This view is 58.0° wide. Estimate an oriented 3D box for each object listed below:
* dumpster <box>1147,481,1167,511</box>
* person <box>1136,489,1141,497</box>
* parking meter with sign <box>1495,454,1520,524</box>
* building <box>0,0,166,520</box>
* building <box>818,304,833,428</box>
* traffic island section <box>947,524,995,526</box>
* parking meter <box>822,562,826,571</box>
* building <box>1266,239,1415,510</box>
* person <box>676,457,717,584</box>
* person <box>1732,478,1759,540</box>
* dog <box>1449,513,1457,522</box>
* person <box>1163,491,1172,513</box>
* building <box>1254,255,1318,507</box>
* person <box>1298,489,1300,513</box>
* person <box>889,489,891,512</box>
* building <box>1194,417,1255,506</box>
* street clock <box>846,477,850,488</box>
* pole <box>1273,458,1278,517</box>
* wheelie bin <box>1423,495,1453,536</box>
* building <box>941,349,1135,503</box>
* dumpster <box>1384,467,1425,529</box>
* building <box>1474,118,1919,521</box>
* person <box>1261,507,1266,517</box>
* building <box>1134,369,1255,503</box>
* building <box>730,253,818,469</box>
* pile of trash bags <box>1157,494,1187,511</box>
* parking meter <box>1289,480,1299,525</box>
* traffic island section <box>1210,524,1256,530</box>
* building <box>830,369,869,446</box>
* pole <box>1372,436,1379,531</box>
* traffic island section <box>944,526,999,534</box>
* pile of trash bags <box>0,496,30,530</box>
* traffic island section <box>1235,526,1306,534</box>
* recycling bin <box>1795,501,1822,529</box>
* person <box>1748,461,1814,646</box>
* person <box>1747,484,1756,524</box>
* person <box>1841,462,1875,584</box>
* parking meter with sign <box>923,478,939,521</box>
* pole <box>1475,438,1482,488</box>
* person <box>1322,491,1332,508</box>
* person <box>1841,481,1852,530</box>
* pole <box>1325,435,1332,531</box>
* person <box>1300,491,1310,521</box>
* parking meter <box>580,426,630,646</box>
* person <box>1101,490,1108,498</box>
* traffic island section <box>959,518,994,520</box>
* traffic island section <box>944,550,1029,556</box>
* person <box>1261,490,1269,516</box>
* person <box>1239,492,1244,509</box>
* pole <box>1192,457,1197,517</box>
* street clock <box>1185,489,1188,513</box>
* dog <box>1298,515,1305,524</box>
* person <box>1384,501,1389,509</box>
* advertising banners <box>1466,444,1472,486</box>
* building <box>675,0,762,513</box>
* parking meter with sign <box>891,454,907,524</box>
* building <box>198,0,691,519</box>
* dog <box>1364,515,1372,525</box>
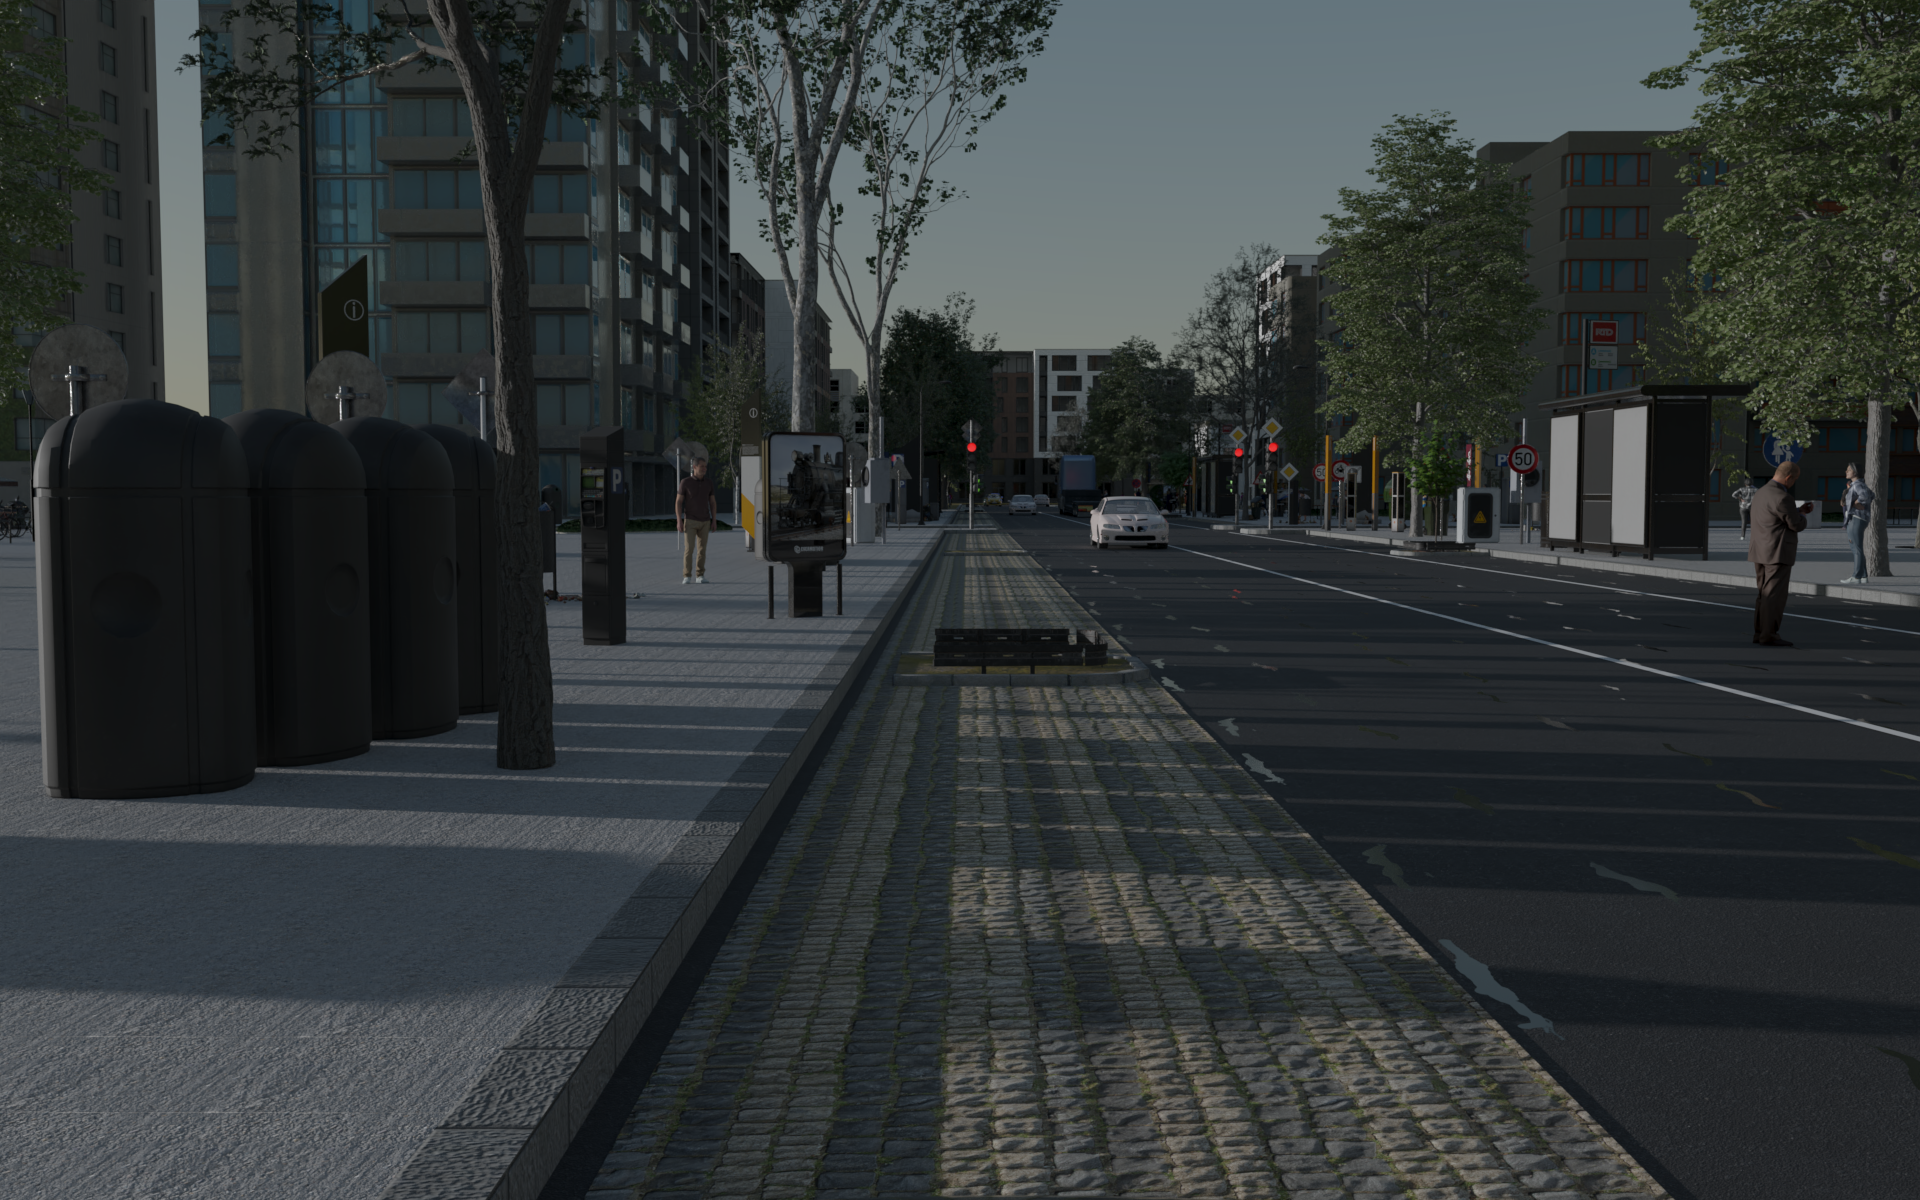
[{"bbox_3d":[14.628,-7.667,127.852,1.502,2.255,1.985,0,4,0],"label":"dumpster"},{"bbox_3d":[14.572,-8.208,140.946,0.576,1.737,0.504,3,4,36],"label":"person"},{"bbox_3d":[23.605,-4.783,74.462,0.543,3.016,1.738,0,4,-5],"label":"parking meter with sign"},{"bbox_3d":[-52.061,-24.910,90.875,14.086,41.232,14.154,0,4,0],"label":"building"},{"bbox_3d":[-31.448,-21.490,195.333,32.646,21.610,27.936,0,4,0],"label":"building"},{"bbox_3d":[0.449,-3.003,71.382,2.009,0.180,2.903,0,4,0],"label":"traffic island section"},{"bbox_3d":[-2.421,-1.247,28.806,0.372,1.533,0.369,0,3,0],"label":"parking meter"},{"bbox_3d":[39.775,-17.549,131.965,27.650,21.520,28.899,0,4,0],"label":"building"},{"bbox_3d":[-3.786,-1.147,24.931,0.598,1.807,0.434,-1,4,-19],"label":"person"},{"bbox_3d":[22.066,-2.551,48.471,0.841,1.734,0.376,2,4,24],"label":"person"},{"bbox_3d":[22.712,-3.748,79.011,0.748,0.427,0.550,3,4,39],"label":"dog"},{"bbox_3d":[14.251,-6.762,119.149,0.613,1.512,0.480,0,4,-3],"label":"person"},{"bbox_3d":[41.581,-19.589,164.248,27.936,21.610,32.646,0,4,0],"label":"building"},{"bbox_3d":[16.464,-4.679,84.505,0.435,1.587,0.963,2,4,32],"label":"person"},{"bbox_3d":[-4.854,-7.154,123.708,0.576,1.737,0.504,1,4,9],"label":"person"},{"bbox_3d":[32.652,-15.463,194.959,9.099,9.664,28.070,0,4,0],"label":"building"},{"bbox_3d":[-4.833,-4.267,74.342,0.471,2.002,0.358,0,4,-8],"label":"street clock"},{"bbox_3d":[17.617,-6.293,96.725,0.158,3.312,0.155,0,3,0],"label":"pole"},{"bbox_3d":[14.717,-2.779,53.342,0.980,1.594,0.693,0,4,-7],"label":"wheelie bin"},{"bbox_3d":[8.357,-25.302,257.661,32.646,21.610,27.936,0,4,0],"label":"building"},{"bbox_3d":[16.449,-3.718,63.275,1.502,2.255,1.985,0,4,0],"label":"dumpster"},{"bbox_3d":[43.434,-15.379,96.478,28.899,21.520,27.650,0,4,0],"label":"building"},{"bbox_3d":[17.140,-4.993,98.151,0.381,0.543,0.357,2,4,35],"label":"person"},{"bbox_3d":[40.398,-23.610,252.488,31.486,18.905,16.747,0,4,0],"label":"building"},{"bbox_3d":[-29.054,-19.515,163.042,27.936,21.610,32.646,0,4,0],"label":"building"},{"bbox_3d":[16.183,-7.529,132.852,3.447,1.369,1.912,2,4,30],"label":"pile of trash bags"},{"bbox_3d":[13.929,-4.077,72.370,0.255,1.863,0.399,-2,4,-27],"label":"parking meter"},{"bbox_3d":[11.430,-3.000,71.324,2.009,0.180,2.903,0,4,0],"label":"traffic island section"},{"bbox_3d":[-23.733,-23.635,252.882,31.486,18.905,16.747,0,4,0],"label":"building"},{"bbox_3d":[14.498,-4.073,60.437,0.158,3.312,0.155,0,3,0],"label":"pole"},{"bbox_3d":[0.410,-2.515,63.397,2.009,0.180,2.903,0,4,0],"label":"traffic island section"},{"bbox_3d":[-34.497,-3.255,62.972,3.447,1.369,1.912,0,4,8],"label":"pile of trash bags"},{"bbox_3d":[11.391,-2.511,63.339,2.009,0.180,2.903,0,4,0],"label":"traffic island section"},{"bbox_3d":[31.138,-3.126,63.668,0.722,1.027,0.722,0,4,-5],"label":"recycling bin"},{"bbox_3d":[7.783,-0.442,16.412,0.600,1.739,0.565,-2,4,-27],"label":"person"},{"bbox_3d":[33.500,-4.136,73.540,0.709,1.838,0.599,-1,4,-23],"label":"person"},{"bbox_3d":[12.911,-1.108,24.881,0.376,1.734,0.841,3,4,39],"label":"person"},{"bbox_3d":[-1.871,-5.315,83.162,1.738,3.016,0.543,1,4,16],"label":"parking meter with sign"},{"bbox_3d":[18.414,-4.143,61.577,0.158,3.312,0.155,0,3,0],"label":"pole"},{"bbox_3d":[23.175,-6.286,109.545,0.841,1.734,0.376,-1,4,-12],"label":"person"},{"bbox_3d":[32.090,-3.428,62.615,0.617,1.759,0.750,1,4,9],"label":"person"},{"bbox_3d":[12.834,-4.066,60.321,0.158,3.312,0.155,0,3,0],"label":"pole"},{"bbox_3d":[16.333,-4.471,82.328,0.628,1.438,0.799,0,4,0],"label":"person"},{"bbox_3d":[-3.039,-0.553,14.747,0.255,1.863,0.399,1,4,15],"label":"parking meter"},{"bbox_3d":[10.197,-6.950,122.932,0.742,1.727,0.445,2,4,26],"label":"person"},{"bbox_3d":[0.906,-4.533,96.984,1.991,0.108,1.994,0,4,0],"label":"traffic island section"},{"bbox_3d":[0.622,-1.095,40.762,1.991,0.108,1.994,0,4,0],"label":"traffic island section"},{"bbox_3d":[18.033,-5.754,102.662,0.613,1.512,0.480,1,4,10],"label":"person"},{"bbox_3d":[23.418,-8.287,144.763,0.776,1.434,0.726,-1,4,-13],"label":"person"},{"bbox_3d":[12.958,-6.232,95.730,0.158,3.312,0.155,0,3,0],"label":"pole"},{"bbox_3d":[15.276,-6.836,116.334,0.358,2.002,0.471,2,4,30],"label":"street clock"},{"bbox_3d":[14.473,-3.453,74.184,0.550,0.427,0.748,0,4,4],"label":"dog"},{"bbox_3d":[27.187,-6.214,109.861,0.614,1.554,0.590,-2,4,-27],"label":"person"},{"bbox_3d":[17.795,-3.884,59.689,0.090,3.025,2.074,0,4,-3],"label":"advertising banners"},{"bbox_3d":[-25.188,-41.933,123.862,20.563,71.187,20.611,0,4,0],"label":"building"},{"bbox_3d":[-2.569,-4.774,74.321,0.543,3.016,1.738,-1,4,-9],"label":"parking meter with sign"},{"bbox_3d":[-27.931,-29.314,98.890,23.786,49.044,30.456,0,4,0],"label":"building"},{"bbox_3d":[17.296,-3.379,72.981,0.748,0.427,0.550,0,4,6],"label":"dog"}]
